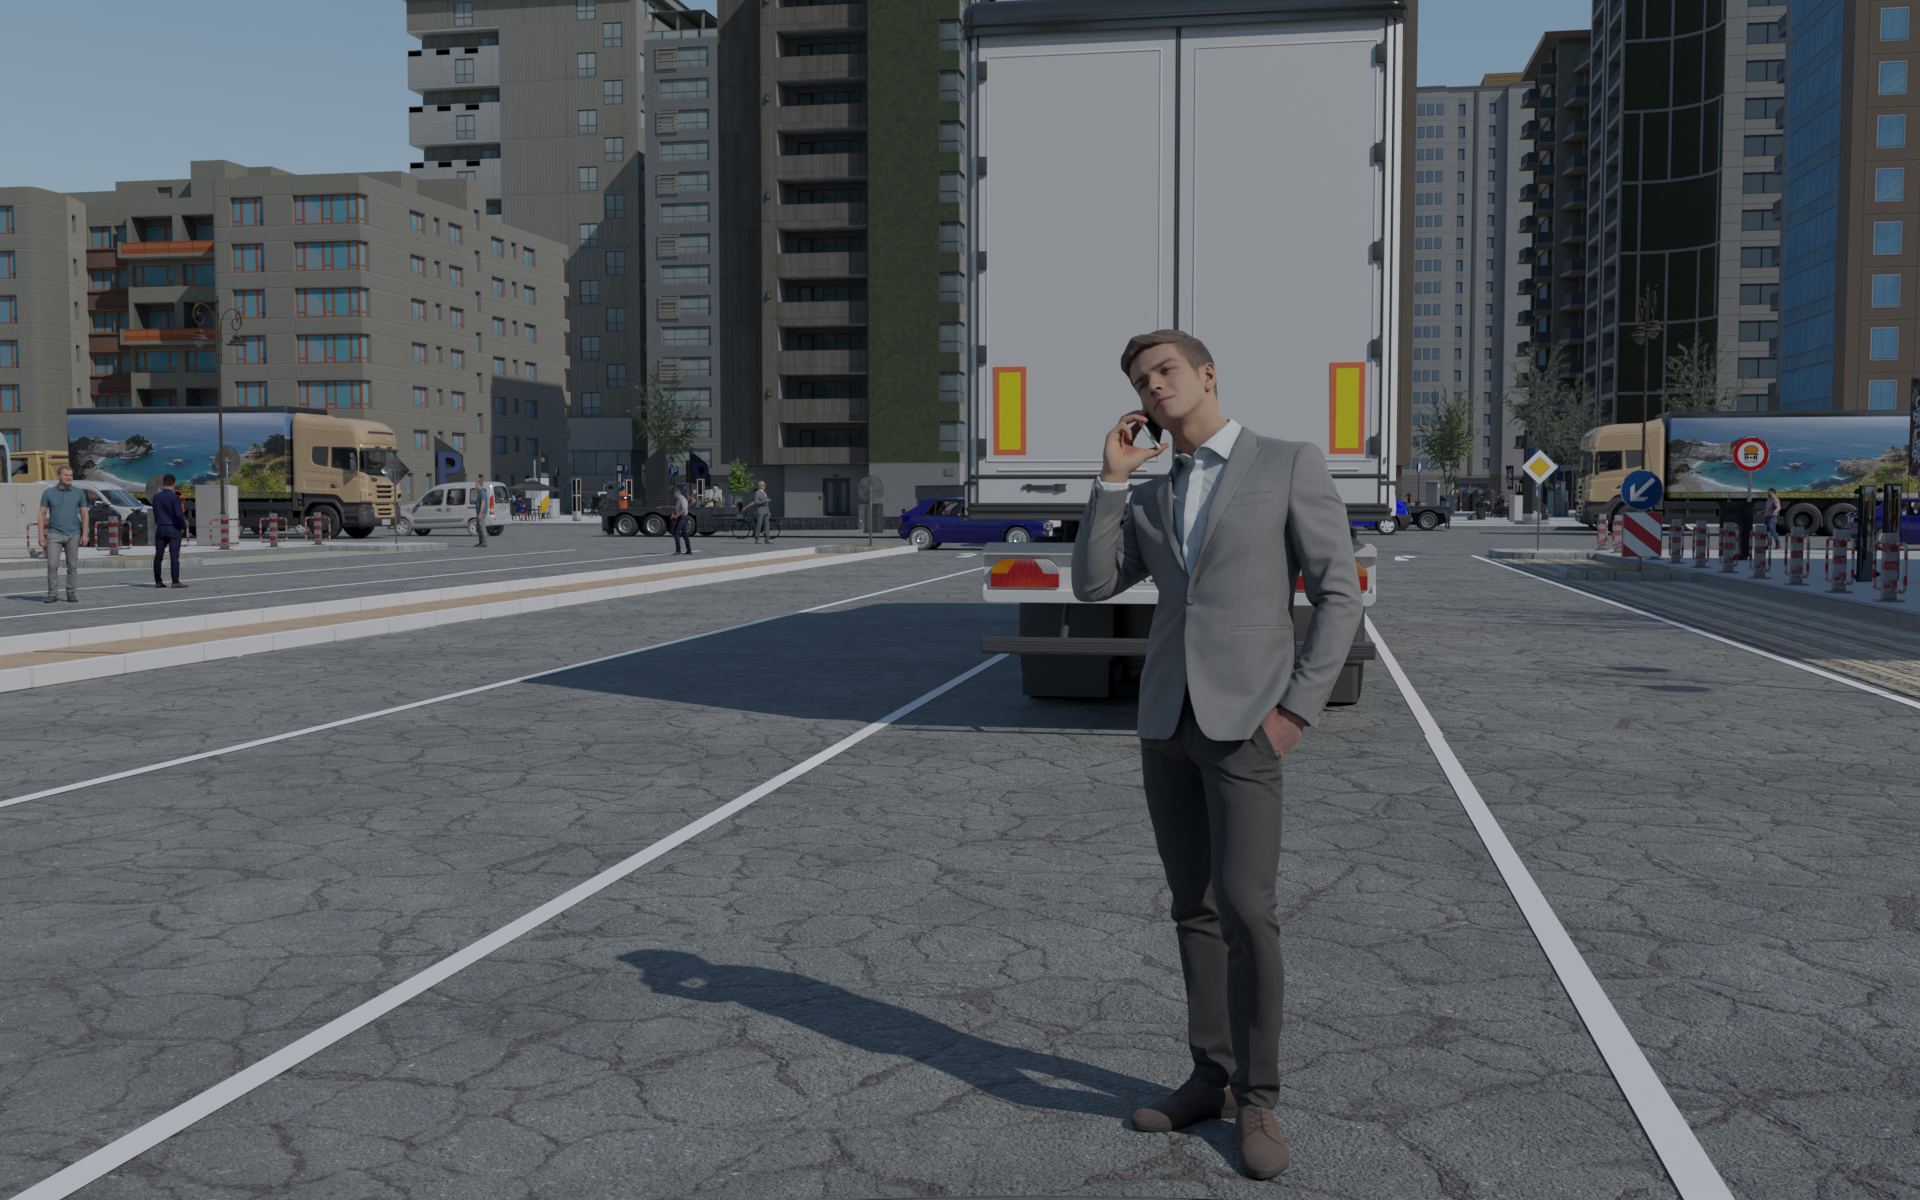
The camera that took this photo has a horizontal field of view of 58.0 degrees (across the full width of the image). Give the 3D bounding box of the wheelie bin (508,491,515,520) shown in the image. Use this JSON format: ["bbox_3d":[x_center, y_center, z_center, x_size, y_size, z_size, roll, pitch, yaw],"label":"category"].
[{"bbox_3d":[-22.213,-4.687,84.542,0.980,1.594,0.693,-1,4,-17],"label":"wheelie bin"}]

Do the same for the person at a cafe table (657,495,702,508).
[{"bbox_3d":[-12.741,-4.213,79.742,1.726,1.238,1.698,1,4,21],"label":"person at a cafe table"}]

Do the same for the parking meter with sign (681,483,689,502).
[{"bbox_3d":[-19.604,-7.675,121.747,1.738,3.016,0.543,2,4,27],"label":"parking meter with sign"}]

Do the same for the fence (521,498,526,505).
[{"bbox_3d":[-27.077,-5.781,105.722,2.264,1.192,0.480,0,4,1],"label":"fence"}]

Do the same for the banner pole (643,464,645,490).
[{"bbox_3d":[-22.757,-8.278,125.354,0.401,3.779,0.863,1,4,17],"label":"banner pole"}]

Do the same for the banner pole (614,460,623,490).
[{"bbox_3d":[-25.028,-8.356,126.641,0.863,3.779,0.401,1,4,11],"label":"banner pole"}]

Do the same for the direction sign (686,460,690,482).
[{"bbox_3d":[-17.982,-7.602,116.294,0.876,3.537,0.379,1,4,12],"label":"direction sign"}]

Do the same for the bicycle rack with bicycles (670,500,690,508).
[{"bbox_3d":[-18.795,-5.692,106.441,2.925,0.926,2.852,-3,5,-42],"label":"bicycle rack with bicycles"}]

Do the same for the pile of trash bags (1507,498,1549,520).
[{"bbox_3d":[28.465,-4.687,86.392,1.912,1.369,3.447,2,4,29],"label":"pile of trash bags"}]

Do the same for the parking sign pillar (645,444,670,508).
[{"bbox_3d":[-16.445,-6.460,94.096,1.447,3.967,1.447,2,4,24],"label":"parking sign pillar"}]

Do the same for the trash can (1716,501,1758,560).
[{"bbox_3d":[15.079,-1.346,33.654,0.748,1.137,0.748,0,3,0],"label":"trash can"}]

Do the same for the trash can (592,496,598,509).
[{"bbox_3d":[-29.842,-7.979,142.112,0.748,1.137,0.748,0,3,0],"label":"trash can"}]

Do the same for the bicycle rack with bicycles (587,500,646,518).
[{"bbox_3d":[-18.592,-4.956,94.420,2.925,0.926,2.852,3,5,44],"label":"bicycle rack with bicycles"}]

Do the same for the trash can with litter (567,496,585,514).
[{"bbox_3d":[-24.364,-6.018,109.778,1.055,1.170,0.624,-2,4,-32],"label":"trash can with litter"}]

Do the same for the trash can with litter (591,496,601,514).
[{"bbox_3d":[-23.332,-6.253,113.294,2.233,1.210,1.678,-1,4,-18],"label":"trash can with litter"}]

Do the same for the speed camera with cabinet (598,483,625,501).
[{"bbox_3d":[-26.274,-8.335,130.616,2.038,3.252,0.660,-1,4,-11],"label":"speed camera with cabinet"}]

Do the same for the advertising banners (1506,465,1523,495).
[{"bbox_3d":[34.034,-6.657,105.026,2.074,3.025,0.090,3,5,44],"label":"advertising banners"}]

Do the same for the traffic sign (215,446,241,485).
[{"bbox_3d":[-19.425,-2.803,45.932,0.768,2.556,0.104,1,4,13],"label":"traffic sign"}]

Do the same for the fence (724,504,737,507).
[{"bbox_3d":[-14.922,-5.661,107.935,2.069,0.683,0.278,0,4,-1],"label":"fence"}]

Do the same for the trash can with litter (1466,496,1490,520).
[{"bbox_3d":[25.546,-4.530,85.446,1.055,1.170,0.624,-2,4,-27],"label":"trash can with litter"}]

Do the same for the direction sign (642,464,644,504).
[{"bbox_3d":[-23.820,-8.448,130.129,0.379,3.537,0.876,0,4,-1],"label":"direction sign"}]

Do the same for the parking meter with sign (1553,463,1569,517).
[{"bbox_3d":[33.855,-6.204,97.700,0.543,3.016,1.738,3,5,40],"label":"parking meter with sign"}]

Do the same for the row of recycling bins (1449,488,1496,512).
[{"bbox_3d":[37.483,-7.315,126.713,3.534,1.692,1.069,3,5,41],"label":"row of recycling bins"}]

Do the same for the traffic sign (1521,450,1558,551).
[{"bbox_3d":[13.058,-2.167,39.080,0.795,2.450,0.064,1,4,11],"label":"traffic sign"}]

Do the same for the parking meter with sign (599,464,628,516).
[{"bbox_3d":[-20.482,-6.484,102.280,1.738,3.016,0.543,1,4,15],"label":"parking meter with sign"}]

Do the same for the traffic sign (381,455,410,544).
[{"bbox_3d":[-14.441,-2.487,44.310,0.795,2.450,0.064,1,4,11],"label":"traffic sign"}]

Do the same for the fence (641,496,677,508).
[{"bbox_3d":[-15.068,-4.625,86.815,2.264,1.192,0.480,-3,5,-44],"label":"fence"}]

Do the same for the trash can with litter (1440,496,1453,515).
[{"bbox_3d":[30.003,-5.853,107.078,0.624,1.170,1.055,-3,4,-36],"label":"trash can with litter"}]

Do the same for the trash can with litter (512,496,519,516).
[{"bbox_3d":[-26.388,-5.572,102.485,0.624,1.170,1.055,0,4,-6],"label":"trash can with litter"}]

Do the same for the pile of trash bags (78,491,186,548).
[{"bbox_3d":[-20.660,-2.030,42.943,1.912,1.369,3.447,1,4,22],"label":"pile of trash bags"}]

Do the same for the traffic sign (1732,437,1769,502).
[{"bbox_3d":[17.604,-2.356,38.625,0.768,2.556,0.104,1,4,11],"label":"traffic sign"}]

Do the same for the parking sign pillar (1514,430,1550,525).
[{"bbox_3d":[24.122,-5.167,72.952,1.447,3.967,1.447,2,4,35],"label":"parking sign pillar"}]

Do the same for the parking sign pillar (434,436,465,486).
[{"bbox_3d":[-23.711,-5.632,80.548,1.447,3.967,1.447,-2,4,-31],"label":"parking sign pillar"}]

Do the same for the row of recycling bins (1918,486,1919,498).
[{"bbox_3d":[40.778,-3.988,72.318,3.534,1.692,1.069,-1,4,-18],"label":"row of recycling bins"}]

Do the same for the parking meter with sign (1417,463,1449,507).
[{"bbox_3d":[26.441,-6.150,96.808,1.738,3.016,0.543,2,4,33],"label":"parking meter with sign"}]

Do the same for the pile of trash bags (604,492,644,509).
[{"bbox_3d":[-15.553,-4.295,79.981,1.912,1.369,3.447,-1,4,-12],"label":"pile of trash bags"}]

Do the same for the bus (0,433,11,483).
[{"bbox_3d":[-35.068,-3.486,51.858,13.247,3.499,2.948,1,4,12],"label":"bus"}]

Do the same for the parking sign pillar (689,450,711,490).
[{"bbox_3d":[-15.937,-7.203,106.245,1.447,3.967,1.447,-3,5,-43],"label":"parking sign pillar"}]

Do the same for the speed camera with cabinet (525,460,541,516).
[{"bbox_3d":[-24.841,-6.541,101.282,0.660,3.252,2.038,0,4,3],"label":"speed camera with cabinet"}]

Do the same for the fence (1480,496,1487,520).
[{"bbox_3d":[26.563,-4.716,88.316,0.480,1.192,2.264,1,4,14],"label":"fence"}]

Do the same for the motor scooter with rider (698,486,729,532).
[{"bbox_3d":[-9.475,-3.461,65.558,1.986,1.779,0.876,1,4,12],"label":"motor scooter with rider"}]

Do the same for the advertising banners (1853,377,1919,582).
[{"bbox_3d":[13.838,-1.806,25.710,2.074,3.025,0.090,-3,4,-36],"label":"advertising banners"}]

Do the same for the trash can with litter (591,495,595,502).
[{"bbox_3d":[-30.149,-8.080,143.502,0.624,1.170,1.055,-3,4,-39],"label":"trash can with litter"}]

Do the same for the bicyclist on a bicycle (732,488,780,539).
[{"bbox_3d":[-6.481,-2.745,54.909,1.625,1.676,1.499,1,4,10],"label":"bicyclist on a bicycle"}]

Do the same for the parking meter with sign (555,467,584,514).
[{"bbox_3d":[-25.100,-7.045,111.444,1.738,3.016,0.543,-2,4,-30],"label":"parking meter with sign"}]

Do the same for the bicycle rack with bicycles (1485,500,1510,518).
[{"bbox_3d":[30.564,-5.080,96.437,2.925,0.926,2.852,0,4,-2],"label":"bicycle rack with bicycles"}]

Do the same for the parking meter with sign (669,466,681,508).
[{"bbox_3d":[-18.281,-6.926,109.509,0.543,3.016,1.738,-2,4,-24],"label":"parking meter with sign"}]

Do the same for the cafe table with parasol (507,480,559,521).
[{"bbox_3d":[-20.213,-4.705,81.786,2.610,1.966,2.610,1,4,20],"label":"cafe table with parasol"}]
